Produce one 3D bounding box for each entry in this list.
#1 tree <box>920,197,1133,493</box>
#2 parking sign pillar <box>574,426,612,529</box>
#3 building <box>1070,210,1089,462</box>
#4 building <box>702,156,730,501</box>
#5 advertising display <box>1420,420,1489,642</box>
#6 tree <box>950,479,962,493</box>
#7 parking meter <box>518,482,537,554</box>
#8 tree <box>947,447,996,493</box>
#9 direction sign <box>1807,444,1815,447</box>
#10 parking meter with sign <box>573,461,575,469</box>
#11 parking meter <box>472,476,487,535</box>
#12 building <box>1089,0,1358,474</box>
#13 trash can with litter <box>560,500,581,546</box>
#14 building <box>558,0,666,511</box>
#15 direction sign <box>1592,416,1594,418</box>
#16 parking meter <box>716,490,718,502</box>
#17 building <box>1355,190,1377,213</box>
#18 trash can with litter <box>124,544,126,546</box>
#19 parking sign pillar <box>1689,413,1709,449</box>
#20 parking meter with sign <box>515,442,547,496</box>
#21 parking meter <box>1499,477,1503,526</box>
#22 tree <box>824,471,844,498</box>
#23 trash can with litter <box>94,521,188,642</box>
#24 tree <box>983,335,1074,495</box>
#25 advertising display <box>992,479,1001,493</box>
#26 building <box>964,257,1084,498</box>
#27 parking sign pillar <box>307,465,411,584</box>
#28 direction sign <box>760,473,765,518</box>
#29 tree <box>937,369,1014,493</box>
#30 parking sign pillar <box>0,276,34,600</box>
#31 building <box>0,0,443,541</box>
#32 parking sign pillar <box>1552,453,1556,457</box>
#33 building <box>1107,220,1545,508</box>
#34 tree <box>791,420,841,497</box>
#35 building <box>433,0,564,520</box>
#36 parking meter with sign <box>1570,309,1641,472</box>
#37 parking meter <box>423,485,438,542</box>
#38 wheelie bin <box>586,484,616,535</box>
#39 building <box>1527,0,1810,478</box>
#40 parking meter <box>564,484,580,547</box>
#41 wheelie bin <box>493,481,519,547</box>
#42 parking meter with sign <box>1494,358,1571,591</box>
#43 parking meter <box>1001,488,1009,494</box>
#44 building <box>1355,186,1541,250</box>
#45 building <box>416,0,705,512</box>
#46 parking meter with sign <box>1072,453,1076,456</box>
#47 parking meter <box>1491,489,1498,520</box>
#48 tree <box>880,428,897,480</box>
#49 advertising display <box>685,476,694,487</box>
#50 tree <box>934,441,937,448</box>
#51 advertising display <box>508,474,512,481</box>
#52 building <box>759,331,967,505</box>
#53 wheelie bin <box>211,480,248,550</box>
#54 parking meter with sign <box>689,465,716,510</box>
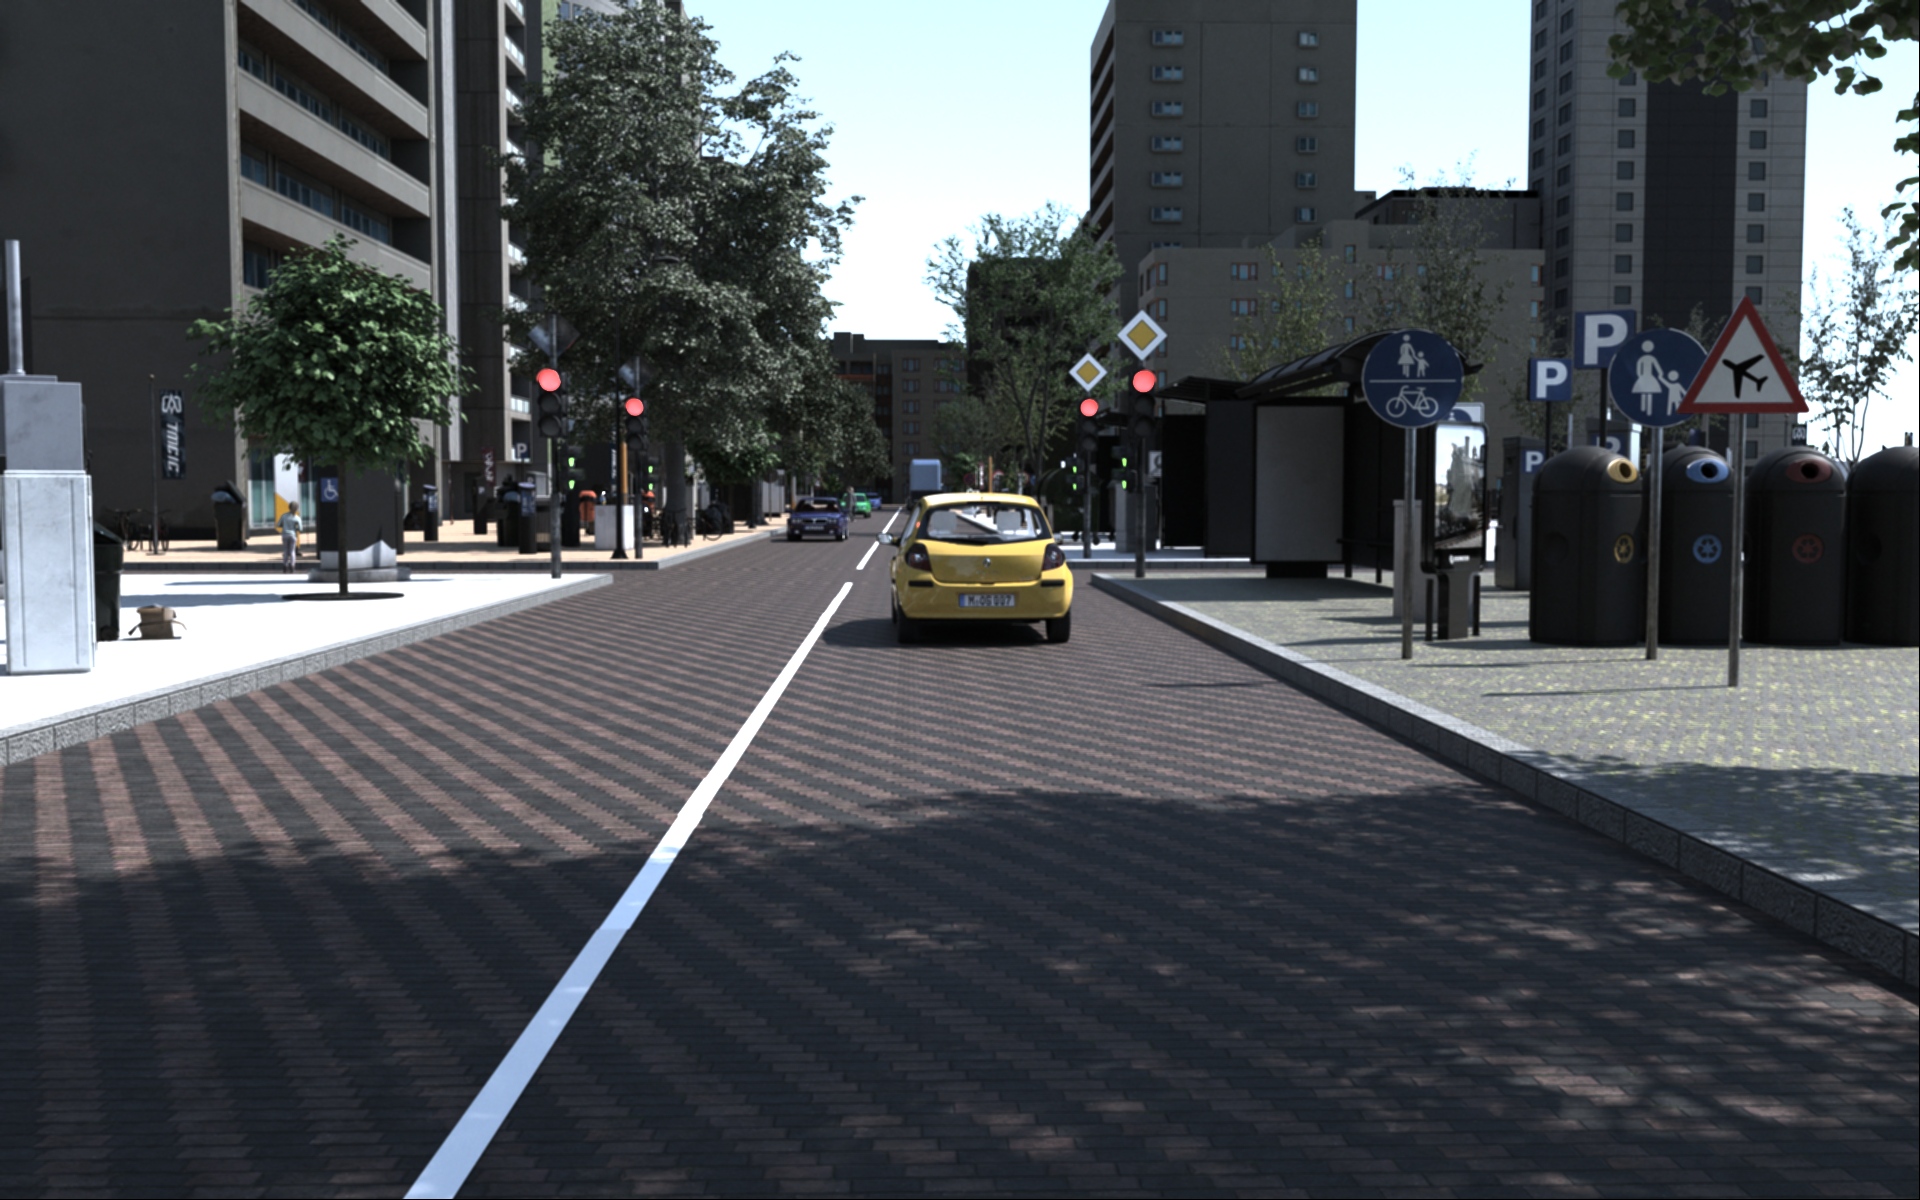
[{"bbox_3d":[2.679,-8.351,62.294,9.928,11.665,9.643,0,3,0],"label":"tree"},{"bbox_3d":[-13.649,-4.646,64.434,1.447,3.967,1.447,-2,4,-25],"label":"parking sign pillar"},{"bbox_3d":[26.593,-32.518,223.552,23.993,40.220,32.217,0,4,-2],"label":"building"},{"bbox_3d":[-43.232,-34.388,216.863,28.867,44.769,22.147,0,4,-2],"label":"building"},{"bbox_3d":[4.375,-0.618,15.321,0.123,1.923,0.974,3,5,44],"label":"advertising display"},{"bbox_3d":[-0.221,-11.749,186.691,1.663,3.219,1.824,0,3,0],"label":"tree"},{"bbox_3d":[-9.241,-1.748,36.996,0.372,1.533,0.369,0,3,0],"label":"parking meter"},{"bbox_3d":[0.829,-8.136,116.737,4.285,4.588,4.351,0,3,0],"label":"tree"},{"bbox_3d":[38.498,-5.321,78.992,0.876,3.537,0.379,0,4,-3],"label":"direction sign"},{"bbox_3d":[-20.372,-5.715,89.696,0.543,3.016,1.738,0,4,4],"label":"parking meter with sign"},{"bbox_3d":[-15.217,-3.006,54.862,0.399,1.863,0.255,-3,5,-41],"label":"parking meter"},{"bbox_3d":[23.703,-32.861,160.985,21.300,48.544,21.600,0,4,-2],"label":"building"},{"bbox_3d":[-9.789,-1.934,43.000,0.624,1.170,1.055,-2,4,-27],"label":"trash can with litter"},{"bbox_3d":[-33.306,-35.495,122.343,21.231,58.520,28.212,0,4,-2],"label":"building"},{"bbox_3d":[18.399,-3.576,50.457,0.379,3.537,0.876,1,4,22],"label":"direction sign"},{"bbox_3d":[-13.573,-5.461,97.705,0.372,1.533,0.369,0,3,0],"label":"parking meter"},{"bbox_3d":[50.750,-32.562,224.269,23.993,40.220,32.217,0,4,-2],"label":"building"},{"bbox_3d":[-21.646,-1.942,42.806,2.233,1.210,1.678,2,4,23],"label":"trash can with litter"},{"bbox_3d":[21.833,-3.835,51.180,1.447,3.967,1.447,2,4,26],"label":"parking sign pillar"},{"bbox_3d":[-14.462,-3.851,59.224,0.543,3.016,1.738,1,4,20],"label":"parking meter with sign"},{"bbox_3d":[15.871,-2.722,50.218,0.399,1.863,0.255,0,4,-4],"label":"parking meter"},{"bbox_3d":[-11.406,-9.735,153.774,1.663,3.219,1.824,0,3,0],"label":"tree"},{"bbox_3d":[-7.407,-0.238,15.283,1.055,1.170,0.624,-1,4,-23],"label":"trash can with litter"},{"bbox_3d":[2.881,-7.870,79.035,4.737,8.622,4.395,0,3,0],"label":"tree"},{"bbox_3d":[1.549,-4.153,73.119,0.123,1.923,0.974,-1,4,-15],"label":"advertising display"},{"bbox_3d":[7.757,-27.049,213.953,14.107,30.474,14.160,0,4,-2],"label":"building"},{"bbox_3d":[-8.853,-2.260,25.417,1.447,3.967,1.447,1,4,15],"label":"parking sign pillar"},{"bbox_3d":[-10.468,-6.077,91.356,0.379,3.537,0.876,-2,4,-26],"label":"direction sign"},{"bbox_3d":[1.625,-9.268,101.900,4.360,8.622,3.978,0,3,0],"label":"tree"},{"bbox_3d":[-12.122,-2.010,21.329,1.447,3.967,1.447,-2,4,-30],"label":"parking sign pillar"},{"bbox_3d":[-30.912,-26.475,56.575,21.300,48.544,21.600,0,4,-2],"label":"building"},{"bbox_3d":[36.250,-7.181,105.881,1.447,3.967,1.447,0,4,8],"label":"parking sign pillar"},{"bbox_3d":[27.047,-17.837,136.682,27.650,21.520,28.899,0,4,-2],"label":"building"},{"bbox_3d":[-10.304,-10.563,123.072,4.737,8.622,4.395,0,3,0],"label":"tree"},{"bbox_3d":[-28.493,-24.705,87.529,14.154,41.232,14.086,0,4,-2],"label":"building"},{"bbox_3d":[6.534,-1.285,17.268,0.543,3.016,1.738,2,4,29],"label":"parking meter with sign"},{"bbox_3d":[-14.336,-2.354,46.902,0.372,1.533,0.369,0,3,0],"label":"parking meter"},{"bbox_3d":[-11.238,-2.816,53.951,0.980,1.594,0.693,3,5,42],"label":"wheelie bin"},{"bbox_3d":[63.764,-44.237,161.531,20.611,71.187,20.563,0,4,-2],"label":"building"},{"bbox_3d":[-9.390,-2.048,41.892,0.372,1.533,0.369,0,3,0],"label":"parking meter"},{"bbox_3d":[-10.924,-2.096,42.170,0.980,1.594,0.693,3,5,42],"label":"wheelie bin"},{"bbox_3d":[7.580,-1.645,23.150,0.543,3.016,1.738,0,3,0],"label":"parking meter with sign"},{"bbox_3d":[1.988,-4.152,76.298,0.372,1.533,0.369,0,3,0],"label":"parking meter"},{"bbox_3d":[46.288,-24.153,166.603,14.107,30.474,14.160,0,4,-2],"label":"building"},{"bbox_3d":[-35.389,-32.736,158.938,21.600,48.544,21.300,0,4,-2],"label":"building"},{"bbox_3d":[5.656,-4.725,73.520,1.738,3.016,0.543,1,4,10],"label":"parking meter with sign"},{"bbox_3d":[26.545,-4.744,85.967,0.372,1.533,0.369,0,3,0],"label":"parking meter"},{"bbox_3d":[-11.080,-15.587,171.848,9.611,12.733,9.660,0,3,0],"label":"tree"},{"bbox_3d":[-10.055,-3.496,62.376,0.974,1.923,0.123,-2,4,-31],"label":"advertising display"},{"bbox_3d":[0.023,-12.689,157.830,4.360,8.622,3.978,0,3,0],"label":"tree"},{"bbox_3d":[-14.359,-3.066,55.340,0.123,1.923,0.974,-1,4,-15],"label":"advertising display"},{"bbox_3d":[-13.947,-22.991,220.937,28.899,21.520,27.650,0,4,-2],"label":"building"},{"bbox_3d":[-16.740,-1.944,39.692,0.693,1.594,0.980,-1,4,-13],"label":"wheelie bin"},{"bbox_3d":[-15.724,-6.727,106.253,1.738,3.016,0.543,-3,5,-45],"label":"parking meter with sign"}]
